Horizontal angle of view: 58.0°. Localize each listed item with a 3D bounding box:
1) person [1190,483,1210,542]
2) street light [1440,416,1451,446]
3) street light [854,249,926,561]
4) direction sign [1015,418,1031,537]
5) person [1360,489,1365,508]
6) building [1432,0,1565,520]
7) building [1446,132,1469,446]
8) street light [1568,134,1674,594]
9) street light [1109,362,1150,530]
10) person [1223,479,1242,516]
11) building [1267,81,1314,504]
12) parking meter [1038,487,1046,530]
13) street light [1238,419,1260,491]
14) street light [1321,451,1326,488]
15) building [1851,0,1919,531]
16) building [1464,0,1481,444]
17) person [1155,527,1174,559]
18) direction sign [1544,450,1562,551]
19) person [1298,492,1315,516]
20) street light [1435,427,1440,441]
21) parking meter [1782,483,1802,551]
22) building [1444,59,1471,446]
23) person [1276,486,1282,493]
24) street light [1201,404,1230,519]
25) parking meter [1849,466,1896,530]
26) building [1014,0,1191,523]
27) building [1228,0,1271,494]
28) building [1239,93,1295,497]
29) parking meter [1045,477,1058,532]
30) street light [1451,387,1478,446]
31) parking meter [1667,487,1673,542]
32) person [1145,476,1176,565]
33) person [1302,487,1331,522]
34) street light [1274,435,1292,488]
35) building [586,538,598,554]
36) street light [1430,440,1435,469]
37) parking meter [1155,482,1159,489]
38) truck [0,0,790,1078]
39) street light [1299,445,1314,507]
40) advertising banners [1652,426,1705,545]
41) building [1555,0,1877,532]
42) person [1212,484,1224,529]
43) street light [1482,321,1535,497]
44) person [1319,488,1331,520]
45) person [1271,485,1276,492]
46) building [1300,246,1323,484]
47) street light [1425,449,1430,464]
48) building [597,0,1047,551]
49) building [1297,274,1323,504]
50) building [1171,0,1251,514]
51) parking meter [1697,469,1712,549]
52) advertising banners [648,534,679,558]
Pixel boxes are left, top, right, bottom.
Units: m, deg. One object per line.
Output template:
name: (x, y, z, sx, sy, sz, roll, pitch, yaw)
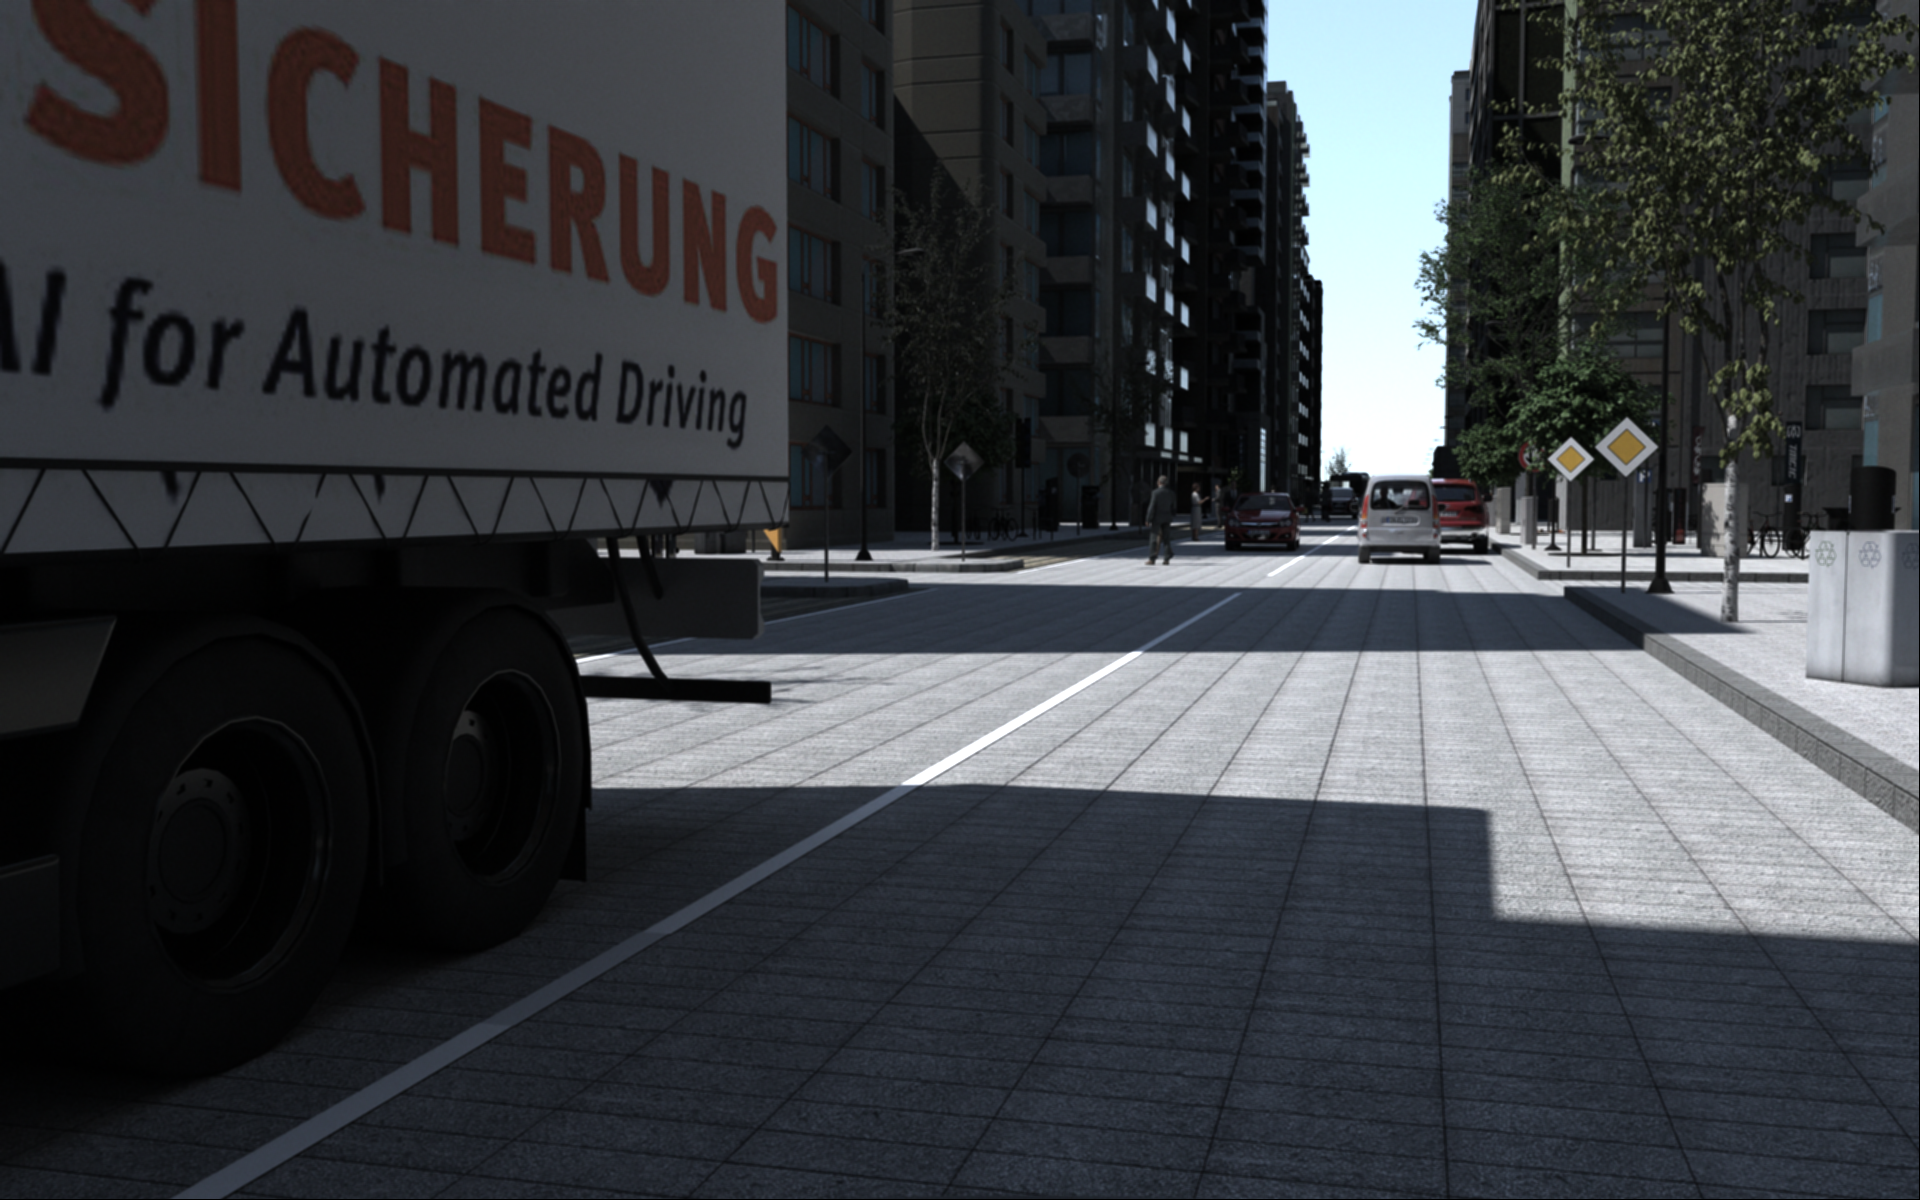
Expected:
person: (7.199, -2.635, 52.146, 0.524, 1.755, 0.480, -1, 4, -16)
street light: (29.433, -7.971, 102.865, 1.470, 5.913, 1.316, 1, 4, 15)
street light: (-1.328, -3.702, 33.065, 1.470, 5.913, 1.316, 1, 4, 15)
direction sign: (1.884, -3.657, 51.793, 0.379, 3.537, 0.876, -2, 4, -28)
person: (21.202, -4.961, 90.610, 0.512, 1.701, 0.522, 1, 4, 18)
building: (35.243, -39.729, 87.816, 20.563, 71.187, 20.611, 1, 4, 15)
building: (62.803, -31.404, 197.046, 14.154, 41.232, 14.086, 1, 4, 15)
street light: (8.536, -3.048, 22.380, 1.470, 5.913, 1.316, 1, 4, 15)
street light: (5.967, -5.410, 60.987, 1.470, 5.913, 1.316, 1, 4, 15)
person: (7.710, -2.465, 48.576, 0.659, 1.850, 0.755, 0, 4, 5)
building: (29.630, -35.829, 205.420, 23.786, 49.044, 30.456, 1, 4, 15)
parking meter: (2.966, -3.245, 61.470, 0.372, 1.533, 0.369, 0, 3, 0)
street light: (17.842, -8.236, 107.192, 1.470, 5.913, 1.316, 1, 4, 15)
street light: (38.920, -13.195, 188.277, 1.470, 5.913, 1.316, 1, 4, 15)
building: (35.661, -25.432, 35.422, 30.456, 49.044, 23.786, 1, 4, 15)
building: (58.433, -32.833, 160.528, 21.300, 48.544, 21.600, 1, 4, 15)
person: (4.478, -1.549, 38.104, 0.640, 1.303, 0.475, -3, 5, -39)
direction sign: (13.500, -2.895, 39.330, 0.379, 3.537, 0.876, -1, 4, -11)
person: (22.921, -6.478, 114.425, 0.705, 1.824, 1.348, -3, 5, -44)
street light: (33.684, -8.979, 119.344, 1.470, 5.913, 1.316, 1, 4, 15)
parking meter: (18.967, -1.901, 39.490, 0.372, 1.533, 0.369, 0, 3, 0)
building: (78.249, -42.675, 239.729, 21.231, 58.520, 28.212, 1, 4, 15)
person: (11.326, -3.162, 61.042, 0.643, 1.720, 0.563, 3, 4, 38)
street light: (13.240, -7.160, 89.607, 1.470, 5.913, 1.316, 1, 4, 15)
parking meter: (8.335, -0.455, 15.850, 0.372, 1.533, 0.369, 0, 3, 0)
building: (-0.058, -28.802, 90.520, 23.786, 49.044, 30.456, 1, 4, 15)
building: (16.502, -51.253, 150.658, 22.319, 86.520, 31.000, 1, 4, 15)
building: (25.685, -29.954, 173.345, 14.154, 41.232, 14.086, 1, 4, 15)
parking meter: (3.132, -3.266, 59.110, 0.399, 1.863, 0.255, -2, 4, -27)
street light: (22.081, -6.258, 74.863, 1.470, 5.913, 1.316, 1, 4, 15)
parking meter: (18.893, -2.325, 46.420, 0.372, 1.533, 0.369, 0, 3, 0)
person: (4.041, -1.619, 35.146, 0.661, 1.801, 0.590, -2, 4, -24)
person: (18.150, -4.865, 88.260, 1.509, 1.804, 0.699, 0, 4, -1)
street light: (25.142, -9.948, 135.196, 1.470, 5.913, 1.316, 1, 4, 15)
building: (-14.714, -10.210, 21.688, 16.860, 20.320, 10.420, 1, 4, 15)
street light: (40.939, -10.687, 147.276, 1.470, 5.913, 1.316, 1, 4, 15)
parking meter: (8.336, -4.074, 72.317, 0.255, 1.863, 0.399, 3, 4, 36)
truck: (-3.465, -0.835, 2.559, 2.839, 4.237, 11.283, 1, 4, 16)
street light: (32.547, -11.654, 163.089, 1.470, 5.913, 1.316, 1, 4, 15)
advertising banners: (18.400, -2.942, 44.288, 2.074, 3.025, 0.090, -2, 4, -33)
building: (29.653, -23.269, 64.040, 14.154, 41.232, 14.086, 1, 4, 15)
person: (10.656, -3.875, 71.658, 0.447, 1.846, 0.655, 1, 4, 18)
street light: (14.808, -4.529, 46.587, 1.470, 5.913, 1.316, 1, 4, 15)
person: (19.991, -5.260, 94.892, 0.661, 1.777, 0.834, 1, 4, 10)
person: (13.516, -4.019, 74.389, 0.511, 1.800, 0.466, 3, 5, 42)
building: (36.447, -33.924, 246.544, 32.217, 40.220, 23.993, 1, 4, 15)
street light: (48.358, -12.451, 176.119, 1.470, 5.913, 1.316, 1, 4, 15)
building: (-13.698, -12.905, 56.040, 27.650, 21.520, 28.899, 1, 4, 15)
building: (39.808, -27.806, 226.328, 14.160, 30.474, 14.107, 1, 4, 15)
building: (8.681, -28.652, 123.090, 22.147, 44.769, 28.867, 1, 4, 15)
parking meter: (17.425, -2.130, 40.543, 0.255, 1.863, 0.399, 1, 4, 16)
advertising banners: (-4.044, -1.648, 23.129, 0.090, 3.025, 2.074, 0, 4, 4)
